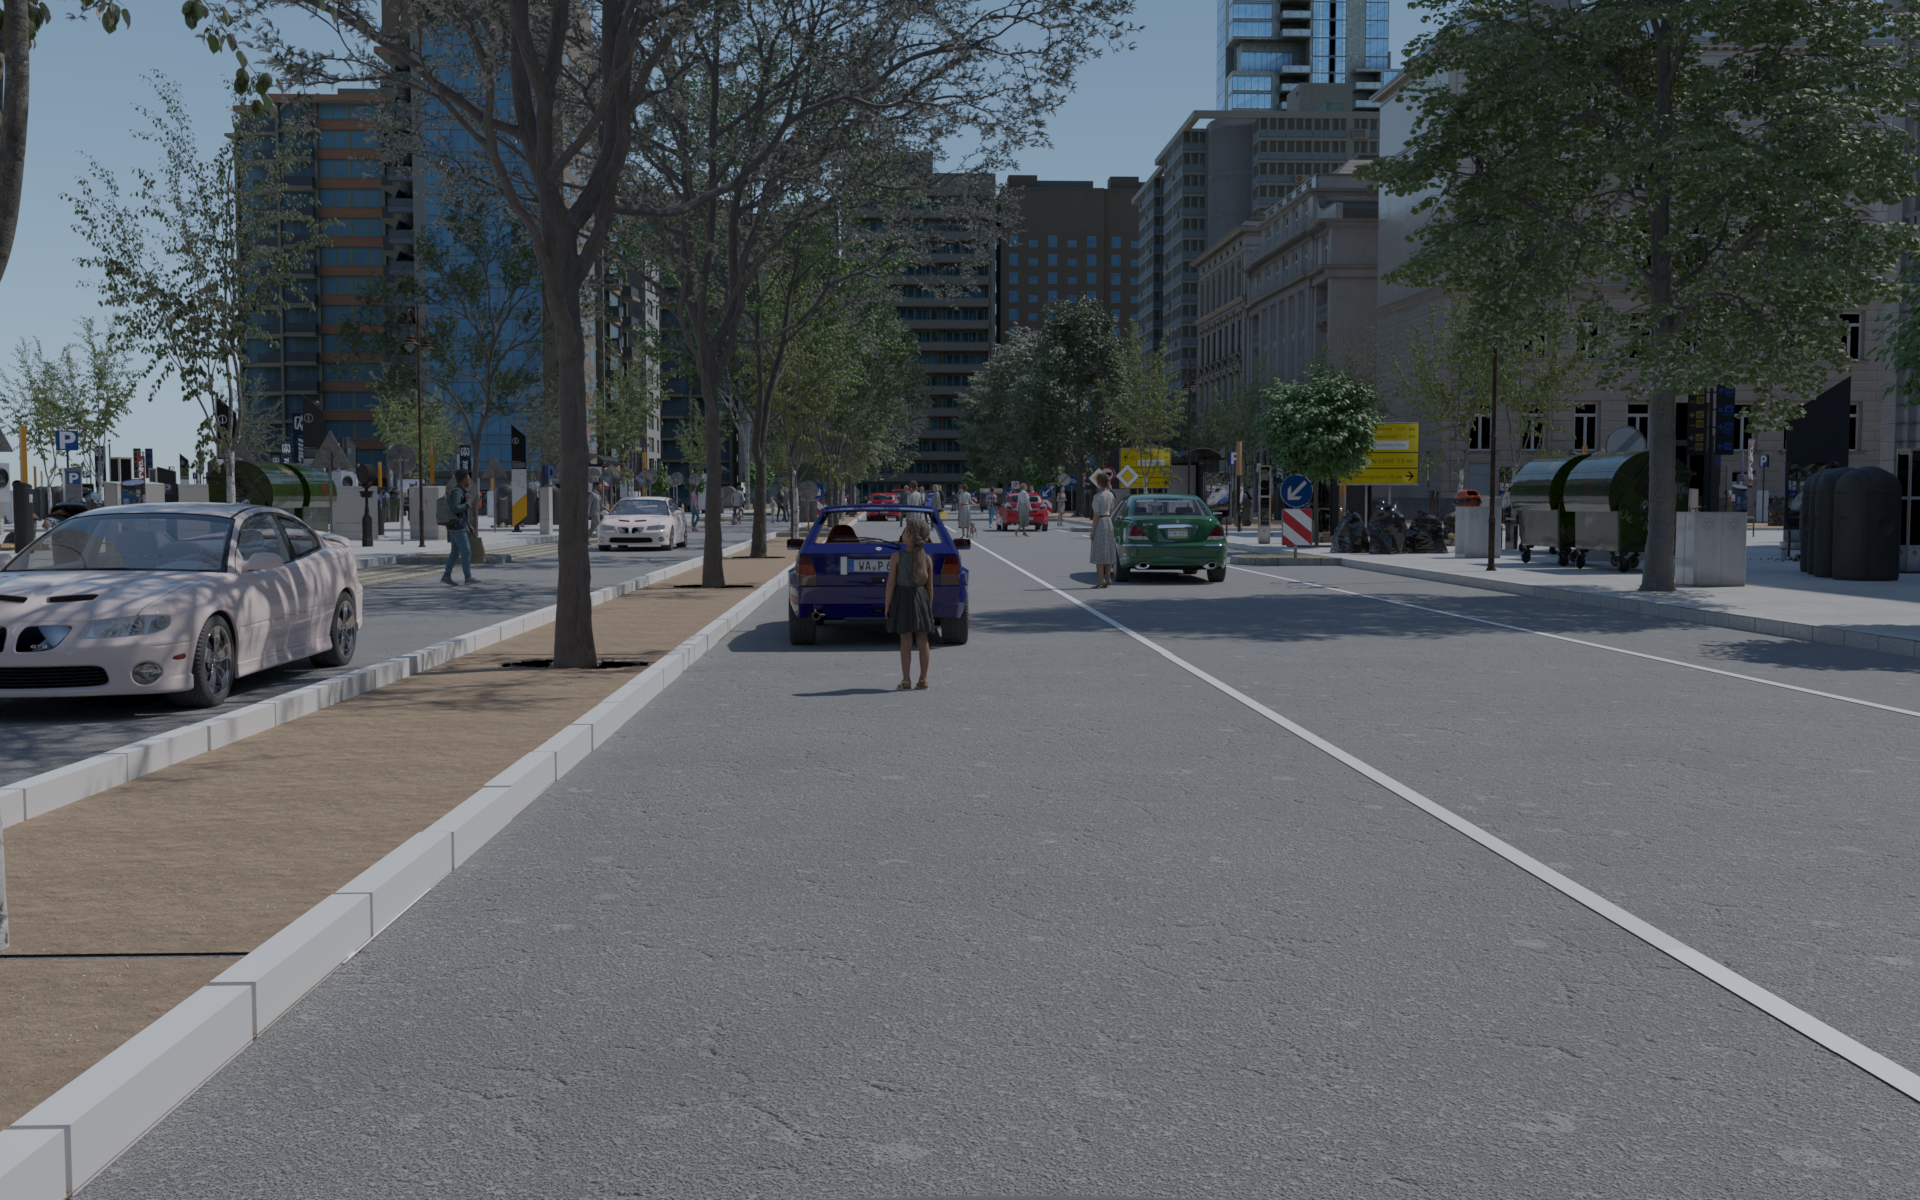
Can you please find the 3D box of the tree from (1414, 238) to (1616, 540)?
[{"bbox_3d":[15.500,-5.948,47.618,4.737,8.622,4.395,0,3,0],"label":"tree"}]

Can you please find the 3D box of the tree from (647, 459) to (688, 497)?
[{"bbox_3d":[-16.002,-6.027,93.137,1.663,3.219,1.824,0,3,0],"label":"tree"}]

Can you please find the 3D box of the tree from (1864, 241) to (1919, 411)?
[{"bbox_3d":[10.284,-1.999,16.393,4.285,4.588,4.351,0,3,0],"label":"tree"}]

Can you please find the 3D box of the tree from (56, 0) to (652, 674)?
[{"bbox_3d":[-3.141,-6.173,13.748,12.009,13.543,11.850,0,3,0],"label":"tree"}]

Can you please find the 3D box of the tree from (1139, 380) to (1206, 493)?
[{"bbox_3d":[13.106,-9.891,112.076,4.360,8.622,3.978,0,3,0],"label":"tree"}]

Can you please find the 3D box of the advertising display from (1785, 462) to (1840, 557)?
[{"bbox_3d":[17.065,-1.803,34.694,0.123,1.923,0.974,-3,5,-42],"label":"advertising display"}]

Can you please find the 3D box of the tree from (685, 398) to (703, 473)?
[{"bbox_3d":[-19.221,-10.969,129.703,4.737,8.622,4.395,0,3,0],"label":"tree"}]

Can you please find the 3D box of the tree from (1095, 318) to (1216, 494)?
[{"bbox_3d":[7.703,-7.436,71.941,4.737,8.622,4.395,0,3,0],"label":"tree"}]

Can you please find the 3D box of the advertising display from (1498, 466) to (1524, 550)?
[{"bbox_3d":[12.748,-2.127,39.991,0.123,1.923,0.974,-1,4,-15],"label":"advertising display"}]

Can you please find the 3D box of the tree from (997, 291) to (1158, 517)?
[{"bbox_3d":[6.738,-11.092,98.355,9.611,12.733,9.660,0,3,0],"label":"tree"}]

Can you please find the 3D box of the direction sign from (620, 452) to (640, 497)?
[{"bbox_3d":[-17.927,-6.208,93.490,0.876,3.537,0.379,-3,4,-38],"label":"direction sign"}]

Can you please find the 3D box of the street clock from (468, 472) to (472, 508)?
[{"bbox_3d":[-16.015,-3.171,56.414,0.358,2.002,0.471,2,4,35],"label":"street clock"}]

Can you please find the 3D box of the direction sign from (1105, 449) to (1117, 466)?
[{"bbox_3d":[7.591,-5.799,86.803,0.876,3.537,0.379,-2,4,-34],"label":"direction sign"}]

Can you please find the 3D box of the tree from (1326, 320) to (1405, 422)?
[{"bbox_3d":[17.004,-7.573,74.174,4.360,8.622,3.978,0,3,0],"label":"tree"}]

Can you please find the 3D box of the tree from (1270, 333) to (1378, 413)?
[{"bbox_3d":[17.383,-7.901,79.539,4.737,8.622,4.395,0,3,0],"label":"tree"}]

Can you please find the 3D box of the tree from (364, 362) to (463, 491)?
[{"bbox_3d":[-31.293,-8.968,96.984,4.737,8.622,4.395,0,3,0],"label":"tree"}]

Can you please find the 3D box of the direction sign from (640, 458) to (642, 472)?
[{"bbox_3d":[-20.447,-7.221,110.063,0.876,3.537,0.379,1,4,12],"label":"direction sign"}]

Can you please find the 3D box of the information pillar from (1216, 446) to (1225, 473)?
[{"bbox_3d":[12.727,-5.702,84.574,0.504,3.616,0.183,-2,4,-31],"label":"information pillar"}]

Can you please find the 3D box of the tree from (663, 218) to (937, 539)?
[{"bbox_3d":[-5.066,-7.125,53.356,8.767,10.594,7.601,0,4,-2],"label":"tree"}]

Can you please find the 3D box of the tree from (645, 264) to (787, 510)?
[{"bbox_3d":[-18.509,-17.356,139.665,12.611,20.169,13.585,0,3,0],"label":"tree"}]

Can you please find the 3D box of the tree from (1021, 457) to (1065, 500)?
[{"bbox_3d":[5.919,-8.462,122.073,4.285,4.588,4.351,0,3,0],"label":"tree"}]

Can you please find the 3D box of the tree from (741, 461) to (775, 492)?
[{"bbox_3d":[-18.245,-10.545,156.126,4.285,4.588,4.351,0,3,0],"label":"tree"}]

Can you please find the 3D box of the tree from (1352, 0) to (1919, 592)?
[{"bbox_3d":[9.195,-6.416,23.033,7.486,12.596,7.792,0,3,0],"label":"tree"}]

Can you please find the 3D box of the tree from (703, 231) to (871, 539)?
[{"bbox_3d":[-4.461,-5.771,47.177,4.737,8.622,4.395,0,3,0],"label":"tree"}]

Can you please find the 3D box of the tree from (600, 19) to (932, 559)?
[{"bbox_3d":[-4.349,-6.714,37.981,9.928,11.665,9.643,0,3,0],"label":"tree"}]

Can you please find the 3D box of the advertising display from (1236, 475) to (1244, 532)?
[{"bbox_3d":[9.511,-3.278,58.813,0.123,1.923,0.974,1,4,17],"label":"advertising display"}]

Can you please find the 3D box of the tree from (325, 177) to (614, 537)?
[{"bbox_3d":[-14.548,-7.149,51.299,8.767,10.594,7.601,-1,4,-11],"label":"tree"}]

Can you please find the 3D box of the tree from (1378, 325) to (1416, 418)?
[{"bbox_3d":[15.137,-6.247,52.506,4.737,8.622,4.395,0,3,0],"label":"tree"}]

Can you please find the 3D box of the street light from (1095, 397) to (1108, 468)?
[{"bbox_3d":[6.672,-6.654,81.587,0.468,5.910,1.993,0,4,-2],"label":"street light"}]

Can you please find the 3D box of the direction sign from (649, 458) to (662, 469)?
[{"bbox_3d":[-19.251,-7.192,109.588,0.876,3.537,0.379,1,4,11],"label":"direction sign"}]

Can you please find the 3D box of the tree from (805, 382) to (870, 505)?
[{"bbox_3d":[-6.208,-8.483,91.508,4.360,8.622,3.978,0,3,0],"label":"tree"}]

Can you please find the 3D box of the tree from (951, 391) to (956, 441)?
[{"bbox_3d":[4.098,-15.451,159.278,9.857,13.997,8.962,0,3,0],"label":"tree"}]

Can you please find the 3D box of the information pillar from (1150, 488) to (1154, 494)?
[{"bbox_3d":[12.679,-6.763,115.068,0.304,2.012,0.304,3,4,36],"label":"information pillar"}]

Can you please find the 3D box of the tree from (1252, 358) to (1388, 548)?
[{"bbox_3d":[8.739,-3.566,42.022,4.285,4.588,4.351,0,3,0],"label":"tree"}]

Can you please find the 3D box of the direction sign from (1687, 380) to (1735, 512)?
[{"bbox_3d":[15.040,-2.615,34.751,0.876,3.537,0.379,2,4,34],"label":"direction sign"}]

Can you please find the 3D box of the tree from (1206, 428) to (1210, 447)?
[{"bbox_3d":[15.828,-10.575,123.268,4.360,8.622,3.978,0,3,0],"label":"tree"}]

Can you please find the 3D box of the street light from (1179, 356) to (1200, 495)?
[{"bbox_3d":[7.683,-5.214,58.044,0.468,5.910,1.993,0,4,-2],"label":"street light"}]

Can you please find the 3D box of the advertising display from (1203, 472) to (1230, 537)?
[{"bbox_3d":[7.658,-2.844,51.709,0.974,1.923,0.123,-2,4,-34],"label":"advertising display"}]

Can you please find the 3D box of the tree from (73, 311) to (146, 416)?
[{"bbox_3d":[-34.701,-7.276,69.318,4.737,8.622,4.395,0,3,0],"label":"tree"}]

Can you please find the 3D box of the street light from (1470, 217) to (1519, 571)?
[{"bbox_3d":[8.882,-3.425,28.786,0.468,5.910,1.993,0,4,-2],"label":"street light"}]

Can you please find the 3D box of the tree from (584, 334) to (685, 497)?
[{"bbox_3d":[-15.200,-7.859,78.861,4.737,8.622,4.395,0,3,0],"label":"tree"}]

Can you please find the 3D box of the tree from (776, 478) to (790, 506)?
[{"bbox_3d":[-19.513,-12.090,192.273,1.663,3.219,1.824,0,3,0],"label":"tree"}]

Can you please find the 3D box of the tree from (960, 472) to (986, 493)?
[{"bbox_3d":[1.720,-14.225,216.289,4.285,4.588,4.351,0,3,0],"label":"tree"}]

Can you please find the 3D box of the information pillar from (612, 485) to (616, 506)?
[{"bbox_3d":[-26.721,-7.894,133.551,0.304,2.012,0.304,-2,4,-30],"label":"information pillar"}]

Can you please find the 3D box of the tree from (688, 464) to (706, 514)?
[{"bbox_3d":[-16.891,-7.149,111.486,1.663,3.219,1.824,0,3,0],"label":"tree"}]

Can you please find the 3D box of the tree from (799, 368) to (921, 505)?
[{"bbox_3d":[-7.444,-12.162,118.312,9.611,12.733,9.660,0,3,0],"label":"tree"}]

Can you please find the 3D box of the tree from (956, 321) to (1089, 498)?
[{"bbox_3d":[5.302,-13.590,128.849,9.857,13.997,8.962,0,3,0],"label":"tree"}]

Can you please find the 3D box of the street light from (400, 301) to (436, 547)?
[{"bbox_3d":[-13.014,-4.216,41.721,0.468,5.910,1.993,0,4,-2],"label":"street light"}]

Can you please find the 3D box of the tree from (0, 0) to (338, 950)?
[{"bbox_3d":[-3.096,-3.216,5.402,4.360,8.622,3.978,0,3,0],"label":"tree"}]

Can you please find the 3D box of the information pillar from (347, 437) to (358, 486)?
[{"bbox_3d":[-24.990,-4.886,71.236,0.504,3.616,0.183,2,4,24],"label":"information pillar"}]

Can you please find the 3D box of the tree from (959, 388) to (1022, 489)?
[{"bbox_3d":[3.775,-15.572,172.726,7.486,12.596,7.792,0,3,0],"label":"tree"}]

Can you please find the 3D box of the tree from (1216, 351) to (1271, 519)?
[{"bbox_3d":[14.690,-8.441,88.376,4.737,8.622,4.395,0,3,0],"label":"tree"}]

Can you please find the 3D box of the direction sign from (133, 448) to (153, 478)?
[{"bbox_3d":[-40.407,-5.734,85.744,0.876,3.537,0.379,-2,4,-27],"label":"direction sign"}]

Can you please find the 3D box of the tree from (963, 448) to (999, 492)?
[{"bbox_3d":[2.656,-14.106,180.999,4.737,8.622,4.395,0,3,0],"label":"tree"}]

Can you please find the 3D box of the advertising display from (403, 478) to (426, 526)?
[{"bbox_3d":[-22.222,-3.989,70.435,0.974,1.923,0.123,-1,4,-16],"label":"advertising display"}]

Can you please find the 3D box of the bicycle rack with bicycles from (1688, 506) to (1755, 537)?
[{"bbox_3d":[22.217,-2.322,51.352,2.852,0.926,2.925,3,4,37],"label":"bicycle rack with bicycles"}]

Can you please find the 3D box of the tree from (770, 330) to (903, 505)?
[{"bbox_3d":[-6.866,-10.813,97.378,7.486,12.596,7.792,0,3,0],"label":"tree"}]

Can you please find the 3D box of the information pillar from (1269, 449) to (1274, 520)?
[{"bbox_3d":[15.157,-5.687,84.338,0.183,3.616,0.504,2,4,27],"label":"information pillar"}]
